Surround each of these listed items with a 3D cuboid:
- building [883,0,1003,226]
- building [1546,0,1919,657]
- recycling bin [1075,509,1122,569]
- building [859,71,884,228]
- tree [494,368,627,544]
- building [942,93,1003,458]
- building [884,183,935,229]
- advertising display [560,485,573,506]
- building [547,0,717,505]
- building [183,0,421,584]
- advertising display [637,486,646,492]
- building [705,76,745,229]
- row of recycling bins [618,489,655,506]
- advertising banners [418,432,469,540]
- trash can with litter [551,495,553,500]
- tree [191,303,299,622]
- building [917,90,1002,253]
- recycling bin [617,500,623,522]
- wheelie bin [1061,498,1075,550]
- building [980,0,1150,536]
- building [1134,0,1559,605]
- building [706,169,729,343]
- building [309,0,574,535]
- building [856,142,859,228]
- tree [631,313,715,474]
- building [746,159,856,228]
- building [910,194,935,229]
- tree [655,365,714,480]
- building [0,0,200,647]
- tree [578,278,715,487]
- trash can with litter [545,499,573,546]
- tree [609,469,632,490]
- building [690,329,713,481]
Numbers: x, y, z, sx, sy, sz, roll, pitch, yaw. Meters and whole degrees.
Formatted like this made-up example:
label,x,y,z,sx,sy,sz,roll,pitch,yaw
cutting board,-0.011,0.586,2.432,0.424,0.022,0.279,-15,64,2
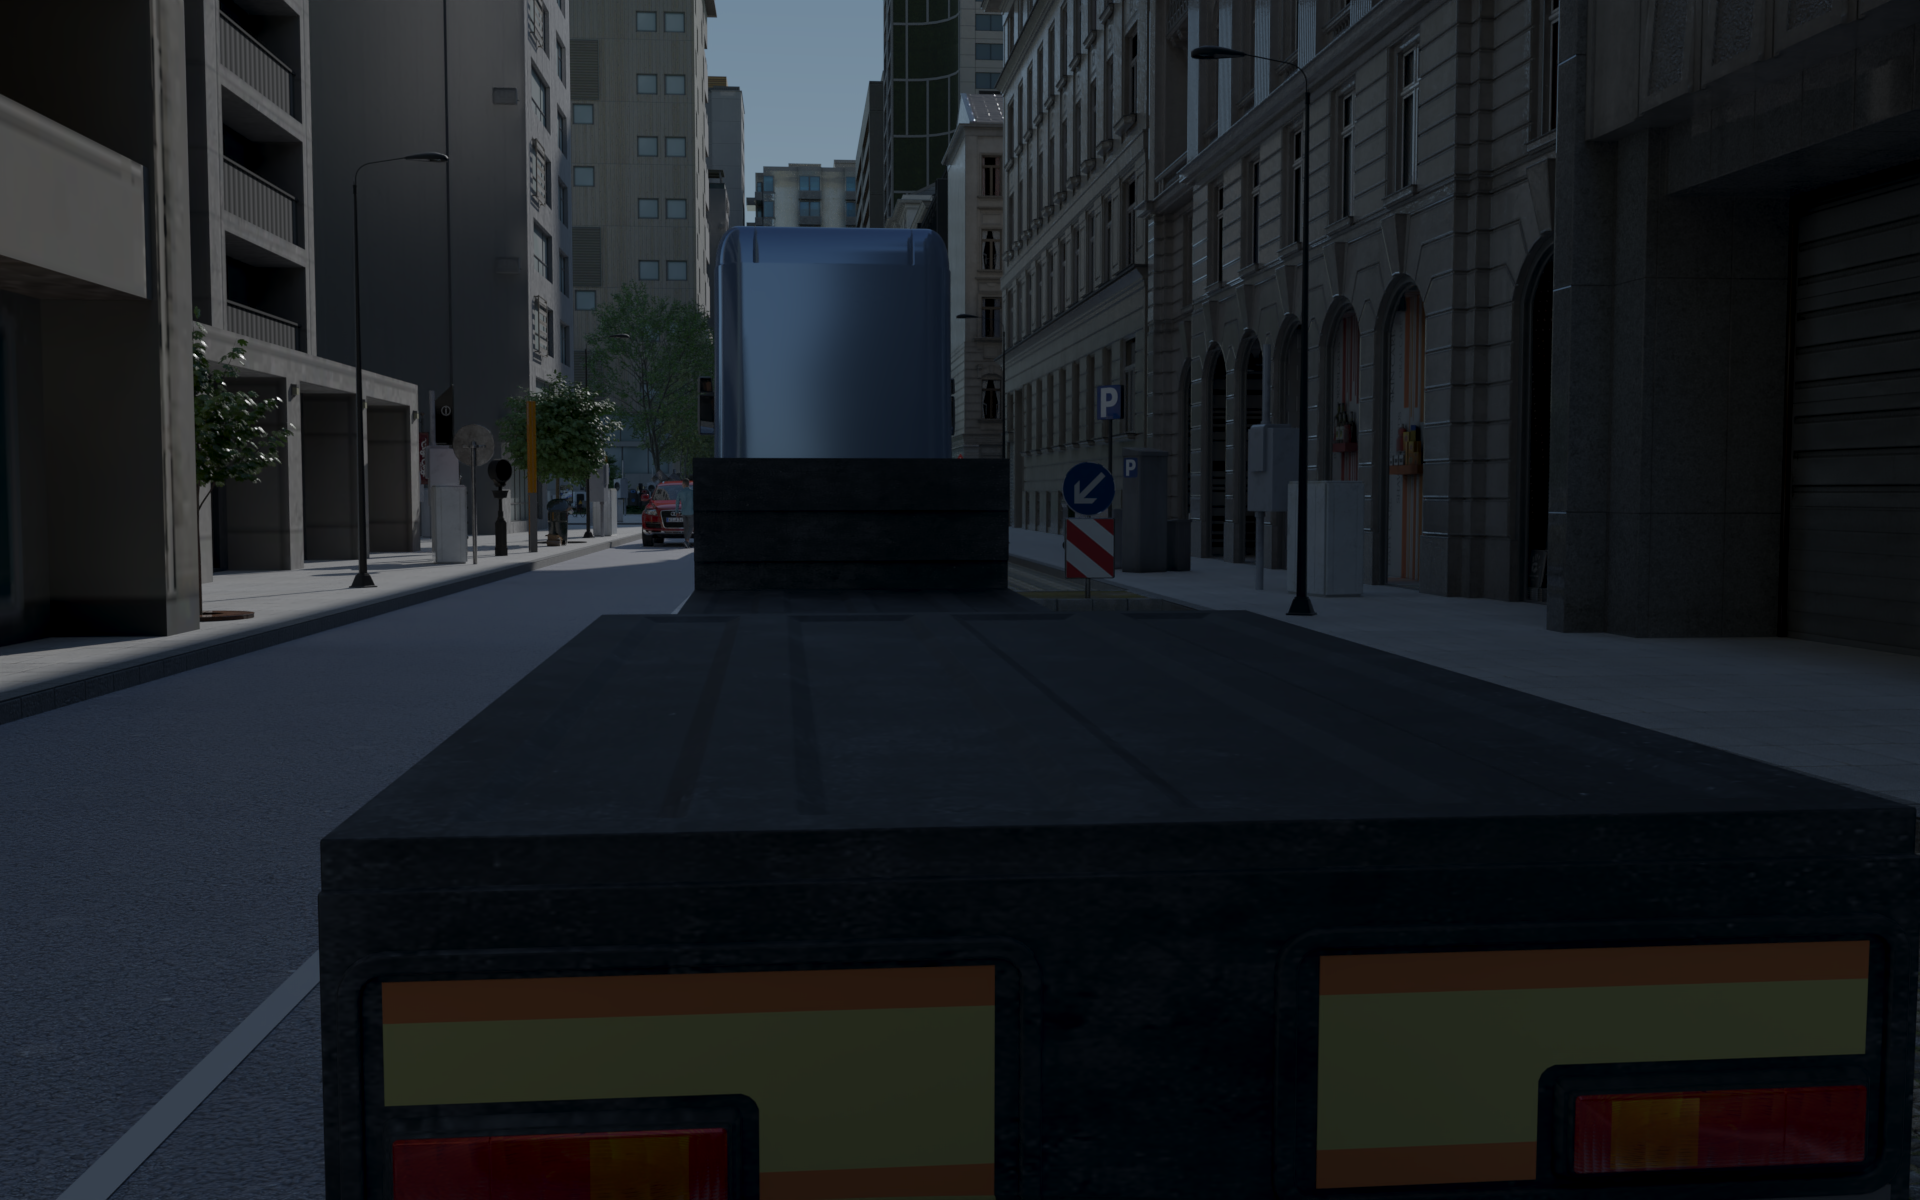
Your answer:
label,x,y,z,sx,sy,sz,roll,pitch,yaw
building,0.823,-45.027,174.448,20.563,71.187,20.611,0,4,-5
building,12.449,-11.515,6.289,12.078,24.808,19.932,0,4,-5
recycling bin,2.439,-1.057,29.843,0.722,1.027,0.722,2,4,28
building,-0.002,-35.016,196.221,21.300,48.544,21.600,0,4,-5
tree,-10.460,-3.774,45.414,4.285,4.588,4.351,0,3,0
building,8.579,-14.532,86.742,18.267,20.994,9.793,0,4,-5
building,1.034,-21.786,143.588,14.401,28.519,23.554,0,4,-5
advertising display,-28.197,-7.275,124.165,0.974,1.923,0.123,1,4,14
building,-37.910,-35.201,164.771,28.713,52.752,27.495,0,4,-5
building,-21.924,-36.286,31.528,20.563,71.187,20.611,0,4,-5
advertising display,-26.000,-8.319,141.226,0.974,1.923,0.123,3,5,42
building,-44.715,-43.090,246.512,28.212,58.520,21.231,0,4,-5
row of recycling bins,-24.289,-7.559,130.695,3.534,1.692,1.069,-1,4,-18
advertising banners,-14.484,-3.194,48.413,2.074,3.025,0.090,2,4,34
trash can with litter,-30.662,-7.212,128.972,2.233,1.210,1.678,-1,4,-23
tree,-7.773,-1.408,17.627,1.663,3.219,1.824,0,3,0
building,4.131,-16.768,103.833,12.332,23.373,15.834,0,4,-5
recycling bin,-15.815,-4.063,78.977,0.722,1.027,0.722,-2,4,-31
wheelie bin,2.671,-1.915,39.217,0.693,1.594,0.980,-1,4,-9
building,10.244,-13.588,55.446,16.112,22.955,30.059,0,4,-5
building,11.227,-11.415,28.443,13.314,21.916,24.055,0,4,-5
building,-36.130,-32.744,218.952,14.086,41.232,14.154,0,4,-5
building,-20.958,-22.983,59.366,14.086,41.232,14.154,0,4,-5
building,-2.030,-36.339,217.845,21.300,48.544,21.600,0,4,-5
tree,-16.713,-11.657,108.723,7.486,12.596,7.792,0,3,0
building,-15.361,-38.604,250.790,30.456,49.044,23.786,0,4,-5
building,2.106,-17.930,122.040,11.050,23.489,19.941,0,4,-5
tree,-15.588,-9.104,99.215,4.737,8.622,4.395,0,3,0
building,-16.828,-23.230,3.519,21.300,48.544,21.600,0,4,-5
tree,-14.971,-9.731,84.851,9.928,11.665,9.643,0,3,0
trash can with litter,-9.927,-1.924,42.838,0.624,1.170,1.055,0,4,-6
tree,-26.521,-8.631,135.719,1.663,3.219,1.824,0,3,0
building,-41.319,-21.344,194.015,27.650,21.520,28.899,0,4,-5
